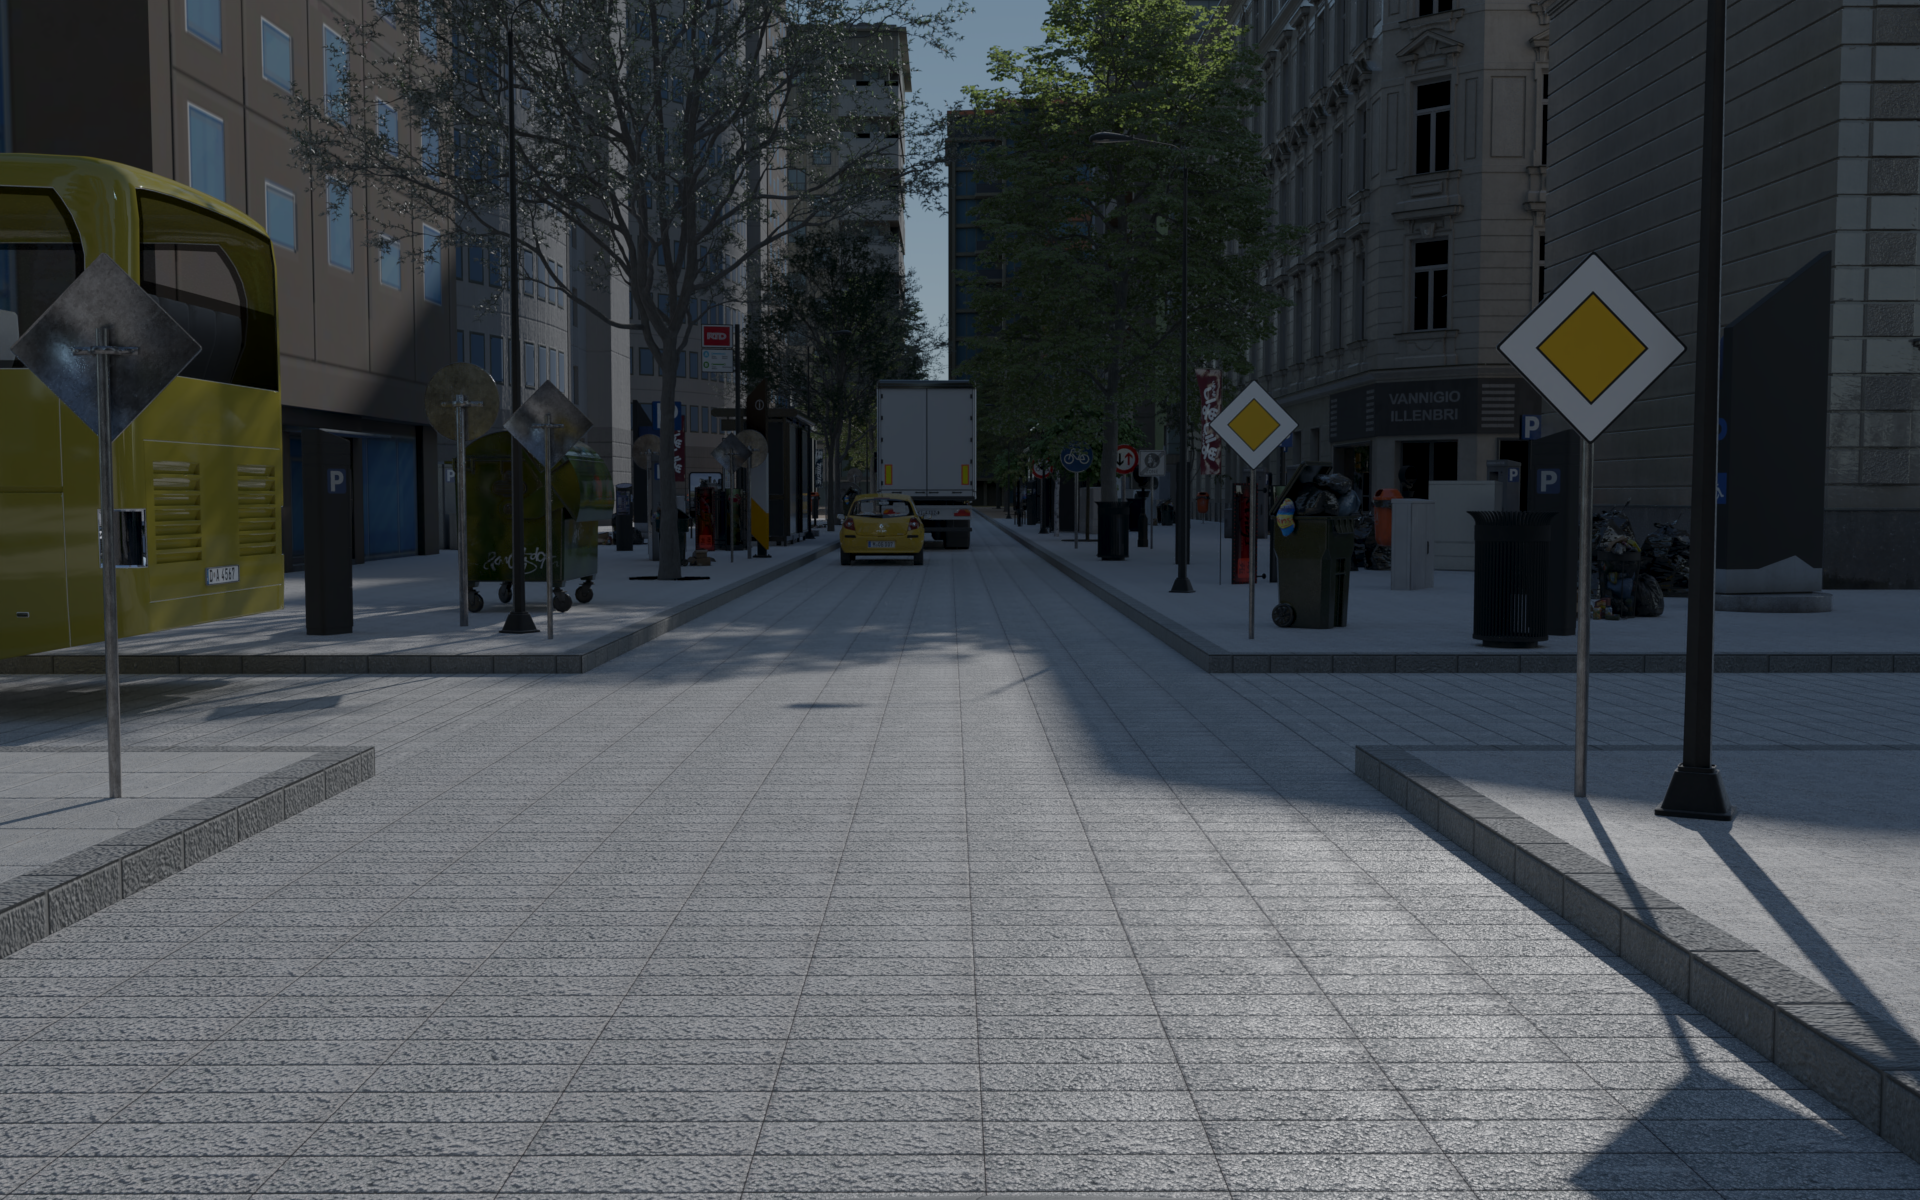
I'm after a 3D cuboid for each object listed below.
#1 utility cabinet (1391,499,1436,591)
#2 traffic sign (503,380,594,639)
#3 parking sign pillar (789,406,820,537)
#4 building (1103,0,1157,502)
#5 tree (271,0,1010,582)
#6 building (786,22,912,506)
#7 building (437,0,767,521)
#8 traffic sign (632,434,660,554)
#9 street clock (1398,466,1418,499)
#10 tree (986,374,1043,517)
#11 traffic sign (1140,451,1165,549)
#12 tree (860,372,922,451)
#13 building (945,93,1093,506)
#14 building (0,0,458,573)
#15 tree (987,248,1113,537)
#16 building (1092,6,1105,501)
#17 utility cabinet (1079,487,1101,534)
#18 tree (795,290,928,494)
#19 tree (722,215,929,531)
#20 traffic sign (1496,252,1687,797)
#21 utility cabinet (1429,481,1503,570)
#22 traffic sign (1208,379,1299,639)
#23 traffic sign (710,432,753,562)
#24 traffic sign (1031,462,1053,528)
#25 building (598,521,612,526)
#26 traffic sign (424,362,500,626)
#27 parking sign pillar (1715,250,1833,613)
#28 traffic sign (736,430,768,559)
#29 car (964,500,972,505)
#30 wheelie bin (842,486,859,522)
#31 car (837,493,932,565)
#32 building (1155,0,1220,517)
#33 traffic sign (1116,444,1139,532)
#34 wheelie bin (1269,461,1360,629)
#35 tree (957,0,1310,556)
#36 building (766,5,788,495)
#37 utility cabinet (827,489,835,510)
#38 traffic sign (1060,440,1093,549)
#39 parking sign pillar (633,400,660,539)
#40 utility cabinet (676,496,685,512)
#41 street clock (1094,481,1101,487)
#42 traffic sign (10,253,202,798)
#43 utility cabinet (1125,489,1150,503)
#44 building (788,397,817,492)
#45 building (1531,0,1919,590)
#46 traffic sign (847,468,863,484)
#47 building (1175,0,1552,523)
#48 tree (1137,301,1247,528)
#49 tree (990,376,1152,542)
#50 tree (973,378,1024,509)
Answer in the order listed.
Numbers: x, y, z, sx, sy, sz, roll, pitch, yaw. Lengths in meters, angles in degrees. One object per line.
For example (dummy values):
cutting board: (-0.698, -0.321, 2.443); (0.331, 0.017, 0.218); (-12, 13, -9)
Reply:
utility cabinet: (6.146, -0.752, 23.459); (0.306, 1.237, 1.020); (2, 4, 32)
traffic sign: (-3.618, -0.710, 15.247); (0.795, 2.450, 0.064); (0, 4, 0)
parking sign pillar: (-4.985, -3.911, 52.416); (1.447, 3.967, 1.447); (-2, 4, -26)
building: (21.385, -30.215, 117.721); (21.300, 48.544, 21.600); (0, 4, 0)
tree: (-4.393, -7.051, 25.654); (12.009, 13.543, 11.850); (0, 3, 0)
building: (-17.247, -37.108, 195.949); (27.495, 52.752, 28.713); (0, 4, 0)
building: (-23.601, -34.357, 103.739); (21.231, 58.520, 28.212); (0, 4, 0)
traffic sign: (-6.605, -2.245, 36.805); (0.768, 2.556, 0.104); (0, 4, 6)
street clock: (11.455, -2.432, 44.341); (0.471, 2.002, 0.358); (-2, 4, -32)
tree: (3.597, -8.896, 95.819); (4.360, 8.622, 3.978); (0, 3, 0)
traffic sign: (4.478, -2.343, 40.430); (0.606, 2.300, 0.079); (0, 4, 3)
tree: (-4.947, -12.789, 134.847); (9.928, 11.665, 9.643); (0, 3, 0)
building: (11.137, -32.874, 192.108); (28.867, 44.769, 22.147); (0, 4, 0)
building: (-17.658, -23.173, 28.984); (14.600, 45.320, 14.200); (0, 4, 0)
tree: (2.872, -6.236, 52.315); (4.737, 8.622, 4.395); (0, 3, 0)
building: (21.423, -36.714, 142.277); (21.231, 58.520, 28.212); (0, 4, 0)
utility cabinet: (4.178, -2.874, 55.671); (0.318, 1.500, 1.173); (-1, 4, -17)
tree: (-4.818, -10.511, 89.978); (7.486, 12.596, 7.792); (0, 3, 0)
tree: (-4.639, -7.618, 58.969); (8.767, 10.594, 7.601); (2, 4, 31)
traffic sign: (2.627, -0.223, 7.281); (0.795, 2.450, 0.064); (0, 4, 0)
utility cabinet: (8.419, -1.235, 28.873); (1.173, 1.500, 0.318); (3, 5, 42)
traffic sign: (2.576, -0.711, 15.266); (0.795, 2.450, 0.064); (0, 4, 0)
traffic sign: (-4.273, -1.910, 32.422); (0.795, 2.450, 0.064); (0, 4, 1)
traffic sign: (2.696, -3.476, 56.935); (0.768, 2.556, 0.104); (0, 4, 2)
building: (-24.338, -31.541, 57.691); (21.231, 58.520, 28.212); (0, 4, 0)
traffic sign: (-4.815, -1.017, 16.737); (0.768, 2.556, 0.104); (0, 4, 7)
parking sign pillar: (8.946, -1.882, 19.243); (1.447, 3.967, 1.447); (-1, 4, -17)
traffic sign: (-4.178, -2.091, 34.296); (0.768, 2.556, 0.104); (1, 4, 9)
car: (-0.243, -5.847, 105.827); (2.015, 1.641, 3.980); (0, 4, -1)
wheelie bin: (-4.264, -3.663, 67.795); (0.693, 1.594, 0.980); (0, 4, 1)
car: (-1.599, -1.592, 36.247); (2.015, 1.641, 3.980); (0, 4, -1)
building: (18.163, -25.457, 99.819); (14.154, 41.232, 14.086); (0, 4, 0)
traffic sign: (4.196, -2.704, 44.318); (0.768, 2.556, 0.104); (0, 4, 3)
wheelie bin: (3.442, -0.539, 16.716); (0.693, 1.594, 0.980); (3, 4, 38)
tree: (3.491, -7.194, 35.752); (7.486, 12.596, 7.792); (0, 3, 0)
building: (-20.134, -29.107, 126.005); (14.600, 45.320, 14.200); (0, 4, 0)
utility cabinet: (-5.491, -3.993, 73.962); (0.318, 1.500, 1.173); (0, 4, -2)
traffic sign: (2.734, -2.480, 40.659); (0.768, 2.556, 0.104); (0, 4, 4)
parking sign pillar: (-8.973, -3.773, 50.167); (1.447, 3.967, 1.447); (1, 4, 17)
utility cabinet: (-9.337, -2.744, 56.019); (1.020, 1.237, 0.306); (3, 5, 42)
street clock: (6.769, -5.008, 86.457); (0.471, 2.002, 0.358); (-2, 4, -32)
traffic sign: (-3.567, -0.221, 7.262); (0.795, 2.450, 0.064); (0, 4, 0)
utility cabinet: (8.050, -4.290, 78.826); (1.173, 1.500, 0.318); (0, 4, -5)
building: (-28.563, -50.929, 145.355); (31.000, 86.520, 22.319); (0, 4, 0)
building: (23.645, -14.117, 28.082); (25.104, 27.353, 12.463); (0, 4, 0)
traffic sign: (-5.132, -5.160, 84.469); (0.768, 2.556, 0.104); (0, 4, 1)
building: (19.751, -17.857, 68.372); (17.030, 29.872, 44.131); (0, 4, 0)
tree: (8.575, -6.981, 64.499); (4.360, 8.622, 3.978); (0, 3, 0)
tree: (3.540, -3.876, 47.089); (4.285, 4.588, 4.351); (0, 3, 0)
tree: (3.233, -13.690, 149.593); (9.928, 11.665, 9.643); (0, 3, 0)
